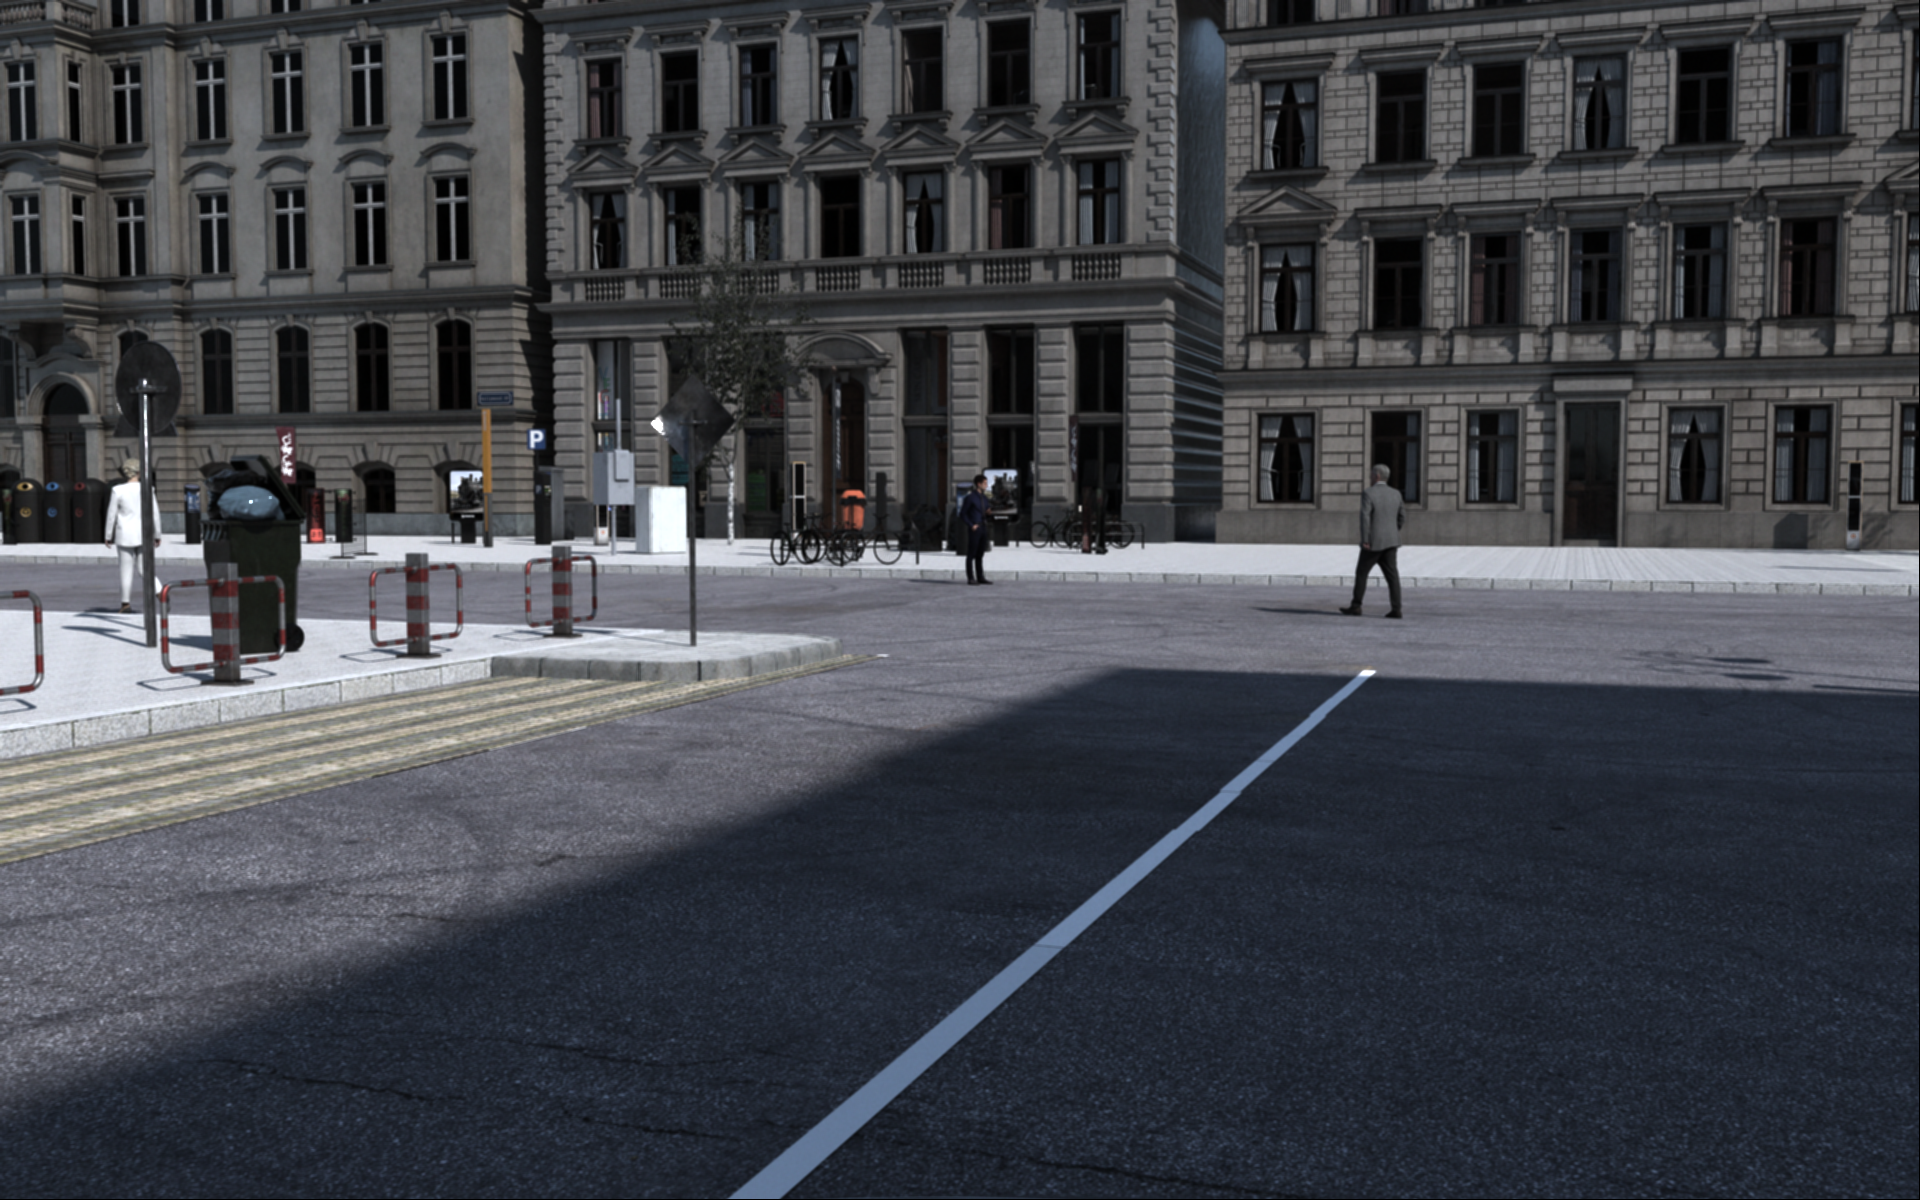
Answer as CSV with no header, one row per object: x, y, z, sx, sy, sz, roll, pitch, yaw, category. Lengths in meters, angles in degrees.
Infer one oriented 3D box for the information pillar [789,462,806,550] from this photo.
-3.744,-2.167,39.922,0.304,2.012,0.304,-2,4,-25,information pillar

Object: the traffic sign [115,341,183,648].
-6.768,-0.876,14.424,0.768,2.556,0.104,2,4,24,traffic sign

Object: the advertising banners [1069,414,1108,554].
2.762,-2.530,37.561,0.090,3.025,2.074,-1,4,-19,advertising banners

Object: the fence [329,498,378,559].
-12.400,-1.482,35.428,0.480,1.192,2.264,0,4,-7,fence

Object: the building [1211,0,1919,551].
16.724,-11.066,45.551,19.286,19.102,10.561,1,4,20,building

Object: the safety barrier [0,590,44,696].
-5.618,0.279,9.716,0.300,0.817,1.120,1,4,20,safety barrier

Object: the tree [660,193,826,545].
-5.651,-5.693,43.442,4.360,8.622,3.978,0,3,0,tree

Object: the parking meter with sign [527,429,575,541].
-11.124,-3.121,47.283,0.543,3.016,1.738,1,4,15,parking meter with sign

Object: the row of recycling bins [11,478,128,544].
-23.012,-2.319,45.034,3.534,1.692,1.069,1,4,10,row of recycling bins

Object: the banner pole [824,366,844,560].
-2.433,-2.698,34.127,0.401,3.779,0.863,1,4,10,banner pole

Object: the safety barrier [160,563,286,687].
-4.935,0.161,11.643,0.300,0.817,1.120,1,4,20,safety barrier

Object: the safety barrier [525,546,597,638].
-3.559,-0.075,15.495,0.300,0.817,1.120,1,4,20,safety barrier

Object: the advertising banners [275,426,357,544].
-16.719,-2.984,44.969,2.074,3.025,0.090,-3,5,-43,advertising banners

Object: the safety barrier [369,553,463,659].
-4.248,0.043,13.568,0.300,0.817,1.120,1,4,20,safety barrier

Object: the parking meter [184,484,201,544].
-19.664,-2.201,44.392,0.372,1.533,0.369,0,3,0,parking meter

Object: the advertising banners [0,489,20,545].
-24.714,-2.924,44.002,2.074,3.025,0.090,1,4,22,advertising banners

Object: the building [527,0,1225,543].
-1.740,-13.648,52.024,19.941,23.489,11.050,1,4,20,building

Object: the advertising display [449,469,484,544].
-12.708,-2.416,44.723,0.974,1.923,0.123,1,4,9,advertising display

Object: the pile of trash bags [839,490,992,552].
-1.013,-1.798,39.145,3.447,1.369,1.912,0,4,0,pile of trash bags

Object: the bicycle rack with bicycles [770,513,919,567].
-2.225,-1.118,31.659,2.925,0.926,2.852,-3,5,-41,bicycle rack with bicycles

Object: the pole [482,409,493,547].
-11.360,-2.922,41.618,0.158,3.312,0.155,0,3,0,pole

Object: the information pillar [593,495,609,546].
-8.915,-2.355,42.994,0.304,2.012,0.304,-2,4,-29,information pillar

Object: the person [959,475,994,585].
0.325,-1.111,27.367,0.504,1.737,0.576,2,4,27,person

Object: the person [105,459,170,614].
-9.521,-0.714,20.060,0.818,1.842,0.514,2,4,27,person

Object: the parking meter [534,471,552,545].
-10.522,-2.324,43.702,0.399,1.863,0.255,2,4,34,parking meter

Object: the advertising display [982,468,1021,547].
1.007,-2.266,42.266,0.974,1.923,0.123,2,4,24,advertising display

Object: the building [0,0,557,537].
-27.420,-14.816,61.331,34.723,24.649,14.460,1,4,20,building

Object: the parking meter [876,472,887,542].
-2.106,-2.488,46.397,0.255,1.863,0.399,0,4,4,parking meter

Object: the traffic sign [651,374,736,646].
-2.246,-0.666,14.538,0.795,2.450,0.064,1,4,20,traffic sign

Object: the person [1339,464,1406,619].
4.836,-0.692,20.215,0.661,1.777,0.834,-2,4,-34,person

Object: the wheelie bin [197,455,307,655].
-5.750,-0.377,14.066,0.693,1.594,0.980,-3,5,-44,wheelie bin

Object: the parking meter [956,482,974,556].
0.105,-1.690,36.035,0.372,1.533,0.369,0,3,0,parking meter

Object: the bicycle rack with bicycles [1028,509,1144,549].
3.072,-1.713,41.386,2.925,0.926,2.852,-1,4,-10,bicycle rack with bicycles

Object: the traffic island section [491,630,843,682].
-2.270,0.469,14.608,2.009,0.180,2.903,1,4,20,traffic island section

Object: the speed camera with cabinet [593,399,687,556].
-6.789,-2.596,36.779,0.660,3.252,2.038,3,5,43,speed camera with cabinet

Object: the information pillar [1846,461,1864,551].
20.172,-2.114,39.055,0.304,2.012,0.304,2,4,29,information pillar

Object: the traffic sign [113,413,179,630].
-7.672,-0.996,16.288,0.884,2.594,0.081,2,4,27,traffic sign
